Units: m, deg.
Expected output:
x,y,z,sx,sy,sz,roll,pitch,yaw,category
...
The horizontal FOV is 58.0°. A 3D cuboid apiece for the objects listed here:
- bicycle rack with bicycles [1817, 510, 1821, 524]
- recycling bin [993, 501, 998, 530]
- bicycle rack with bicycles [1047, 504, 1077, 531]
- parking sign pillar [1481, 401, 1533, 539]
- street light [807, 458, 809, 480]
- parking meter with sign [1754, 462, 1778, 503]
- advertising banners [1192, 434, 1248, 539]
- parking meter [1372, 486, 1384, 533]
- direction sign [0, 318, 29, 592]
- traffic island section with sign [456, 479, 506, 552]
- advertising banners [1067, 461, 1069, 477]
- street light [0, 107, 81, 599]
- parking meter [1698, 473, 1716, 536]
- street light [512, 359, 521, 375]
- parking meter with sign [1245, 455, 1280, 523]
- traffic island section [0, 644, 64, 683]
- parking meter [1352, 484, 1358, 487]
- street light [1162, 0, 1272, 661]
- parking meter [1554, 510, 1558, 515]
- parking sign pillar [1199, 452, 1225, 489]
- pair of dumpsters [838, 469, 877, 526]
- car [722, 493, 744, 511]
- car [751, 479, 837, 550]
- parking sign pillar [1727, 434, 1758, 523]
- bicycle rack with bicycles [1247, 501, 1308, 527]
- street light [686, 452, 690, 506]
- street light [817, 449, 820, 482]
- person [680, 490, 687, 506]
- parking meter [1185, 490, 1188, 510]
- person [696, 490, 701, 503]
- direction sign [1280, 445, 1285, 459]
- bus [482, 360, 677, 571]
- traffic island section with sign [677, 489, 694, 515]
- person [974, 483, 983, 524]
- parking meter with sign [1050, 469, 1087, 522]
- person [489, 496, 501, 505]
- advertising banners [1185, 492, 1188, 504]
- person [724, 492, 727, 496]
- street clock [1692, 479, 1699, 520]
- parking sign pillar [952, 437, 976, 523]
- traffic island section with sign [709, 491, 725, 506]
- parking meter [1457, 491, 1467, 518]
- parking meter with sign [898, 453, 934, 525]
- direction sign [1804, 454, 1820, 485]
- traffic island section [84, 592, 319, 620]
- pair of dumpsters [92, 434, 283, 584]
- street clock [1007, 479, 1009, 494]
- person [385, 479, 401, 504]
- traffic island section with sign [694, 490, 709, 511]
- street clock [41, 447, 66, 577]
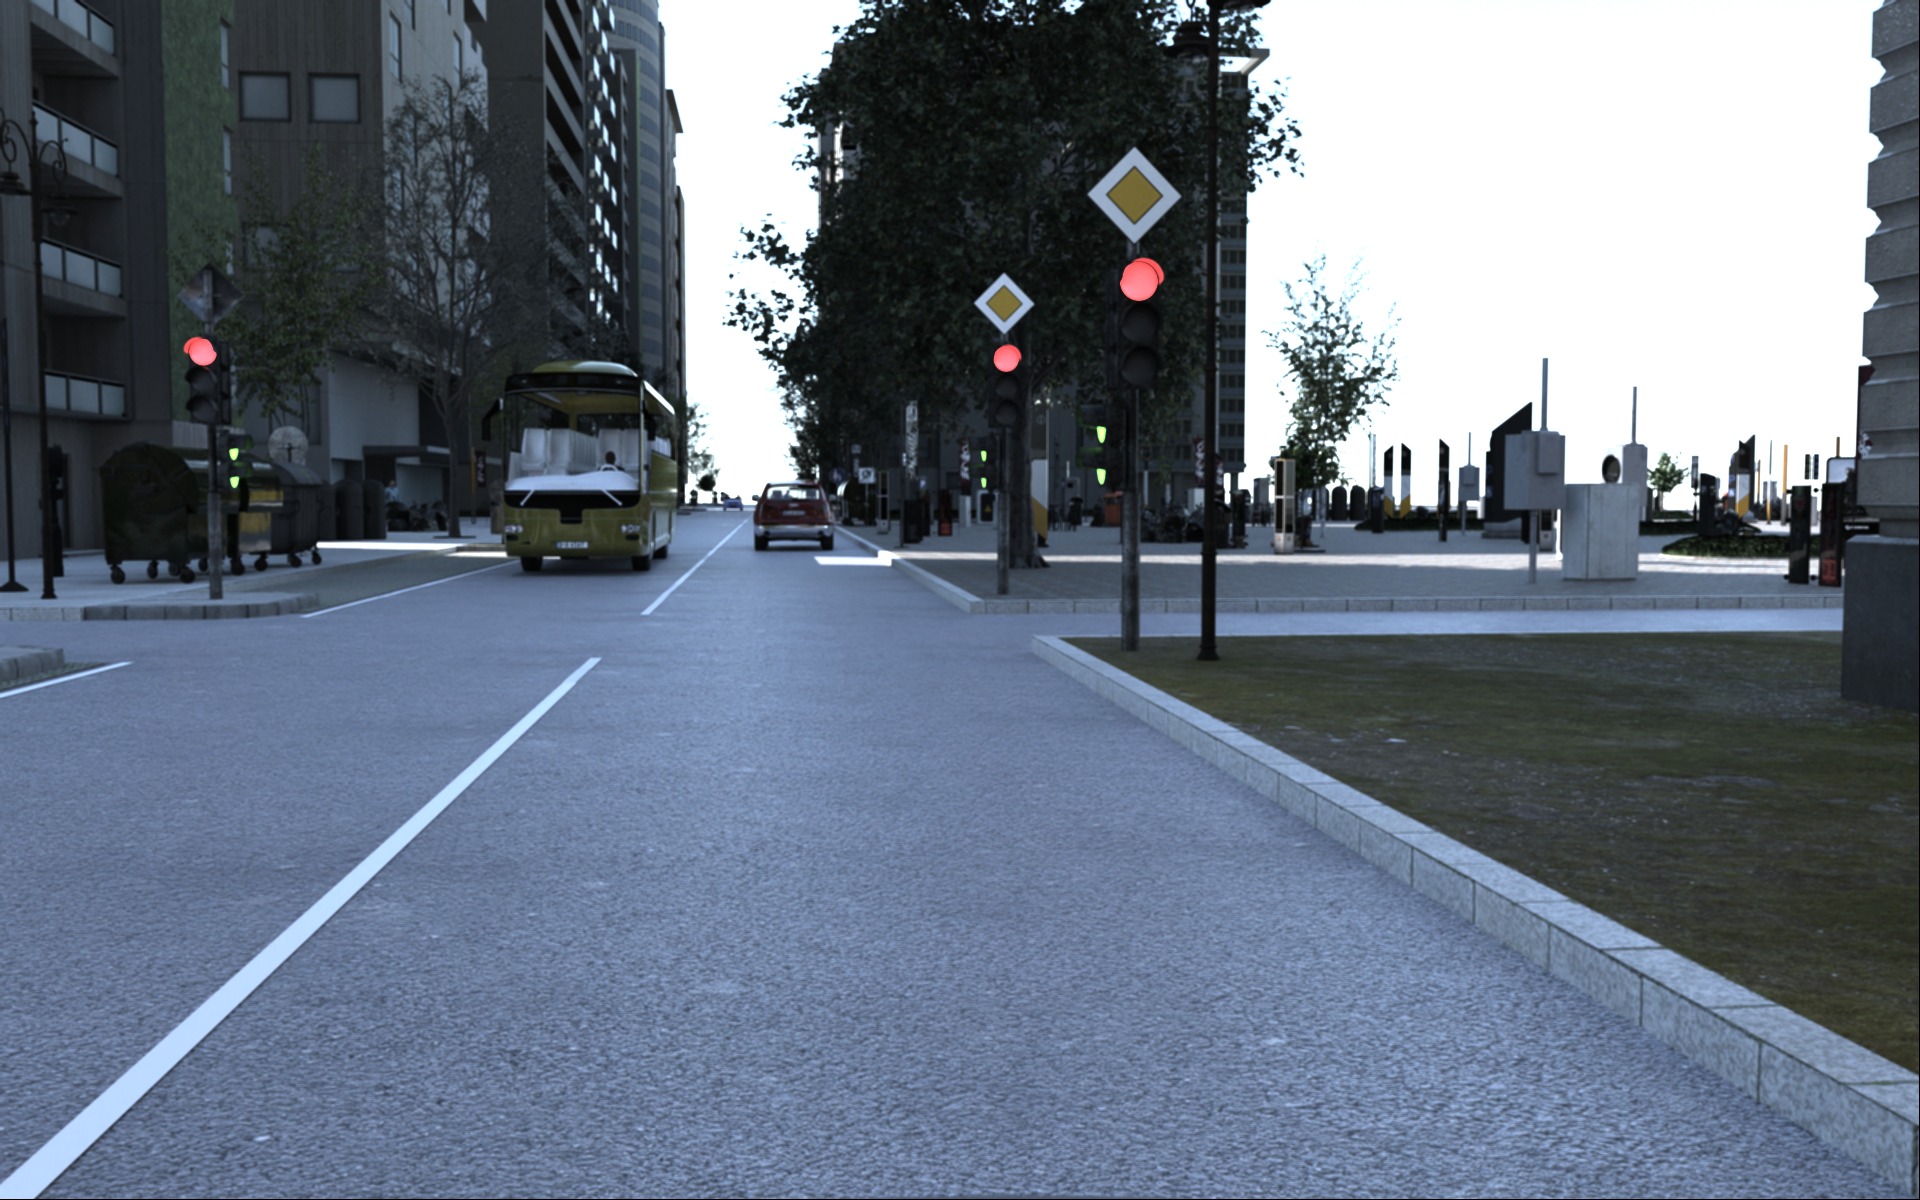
x,y,z,sx,sy,sz,roll,pitch,yaw,category
37.923,-3.705,73.953,2.852,0.926,2.925,-2,4,-28,bicycle rack with bicycles
1.613,-3.076,62.849,0.722,1.027,0.722,-1,4,-11,recycling bin
2.861,-2.885,60.559,2.852,0.926,2.925,0,4,0,bicycle rack with bicycles
15.902,-3.777,50.230,1.447,3.967,1.447,-1,4,-17,parking sign pillar
-15.072,-12.177,171.885,0.468,5.910,1.993,0,4,-6,street light
43.336,-5.896,92.656,0.543,3.016,1.738,-3,5,-41,parking meter with sign
7.537,-3.311,50.321,0.090,3.025,2.074,-3,5,-42,advertising banners
13.764,-2.971,56.993,0.372,1.533,0.369,0,3,0,parking meter
-12.483,-1.878,22.707,0.379,3.537,0.876,-2,4,-32,direction sign
-11.522,-2.140,43.624,1.989,1.847,2.006,0,4,-6,traffic island section with sign
5.604,-5.838,91.645,0.090,3.025,2.074,1,4,12,advertising banners
-11.175,-2.953,21.065,0.468,5.910,1.993,0,4,-6,street light
20.251,-2.521,46.938,0.255,1.863,0.399,-1,4,-22,parking meter
-15.136,-5.292,59.319,0.468,5.910,1.993,0,4,-6,street light
13.469,-4.972,77.561,1.738,3.016,0.543,-2,4,-33,parking meter with sign
-8.262,0.553,13.234,2.009,0.180,2.903,0,4,-6,traffic island section
22.619,-5.725,99.318,0.399,1.863,0.255,1,4,16,parking meter
1.922,-2.474,13.232,0.468,5.910,1.993,0,4,-6,street light
30.338,-5.016,87.723,0.399,1.863,0.255,2,4,35,parking meter
13.021,-6.187,89.631,1.447,3.967,1.447,3,4,35,parking sign pillar
-4.107,-4.163,70.562,1.574,2.255,4.437,0,4,-6,pair of dumpsters
-19.863,-8.683,151.562,1.945,1.707,3.694,0,4,-8,car
-4.382,-2.267,45.736,2.281,1.827,5.304,0,4,-5,car
34.784,-5.421,77.100,1.447,3.967,1.447,-2,4,-29,parking sign pillar
12.567,-3.392,68.836,2.852,0.926,2.925,2,4,26,bicycle rack with bicycles
-28.217,-12.670,179.949,0.468,5.910,1.993,0,4,-6,street light
-10.927,-9.869,134.146,0.468,5.910,1.993,0,4,-6,street light
-29.465,-10.807,183.447,1.217,1.736,0.721,1,4,15,person
12.299,-5.180,93.102,0.372,1.533,0.369,0,3,0,parking meter
-36.995,-14.522,243.492,1.348,1.823,0.705,-3,4,-36,person
15.186,-5.398,80.259,0.876,3.537,0.379,-2,4,-25,direction sign
-7.363,-2.691,35.541,2.896,3.916,12.252,0,4,-7,bus
-19.691,-6.815,120.056,1.989,1.847,2.006,0,4,-6,traffic island section with sign
0.921,-4.125,73.832,0.599,1.781,0.374,1,4,11,person
4.985,-5.058,78.967,1.738,3.016,0.543,-1,4,-19,parking meter with sign
-17.924,-3.724,67.278,0.721,1.781,0.623,2,4,24,person
12.403,-5.589,87.571,2.074,3.025,0.090,-1,4,-8,advertising banners
-33.422,-14.556,247.224,1.217,1.736,0.721,-1,4,-9,person
34.434,-4.679,81.078,0.358,2.002,0.471,1,4,19,street clock
0.273,-5.430,77.256,1.447,3.967,1.447,0,4,-2,parking sign pillar
-28.402,-11.802,201.589,1.989,1.847,2.006,0,4,-6,traffic island section with sign
19.411,-3.580,66.943,0.372,1.533,0.369,0,3,0,parking meter
-1.801,-4.695,73.030,1.738,3.016,0.543,3,5,45,parking meter with sign
47.574,-6.409,96.791,0.876,3.537,0.379,0,4,-7,direction sign
-9.110,0.068,21.175,2.009,0.180,2.903,0,4,-6,traffic island section
-11.791,-1.476,26.628,1.574,2.255,4.437,0,4,-6,pair of dumpsters
2.293,-4.876,84.284,0.471,2.002,0.358,-3,5,-42,street clock
-20.264,-3.404,61.713,0.620,1.820,0.660,2,4,33,person
-22.620,-8.492,147.473,1.989,1.847,2.006,0,4,-6,traffic island section with sign
-13.997,-1.358,26.766,0.358,2.002,0.471,-2,4,-34,street clock
